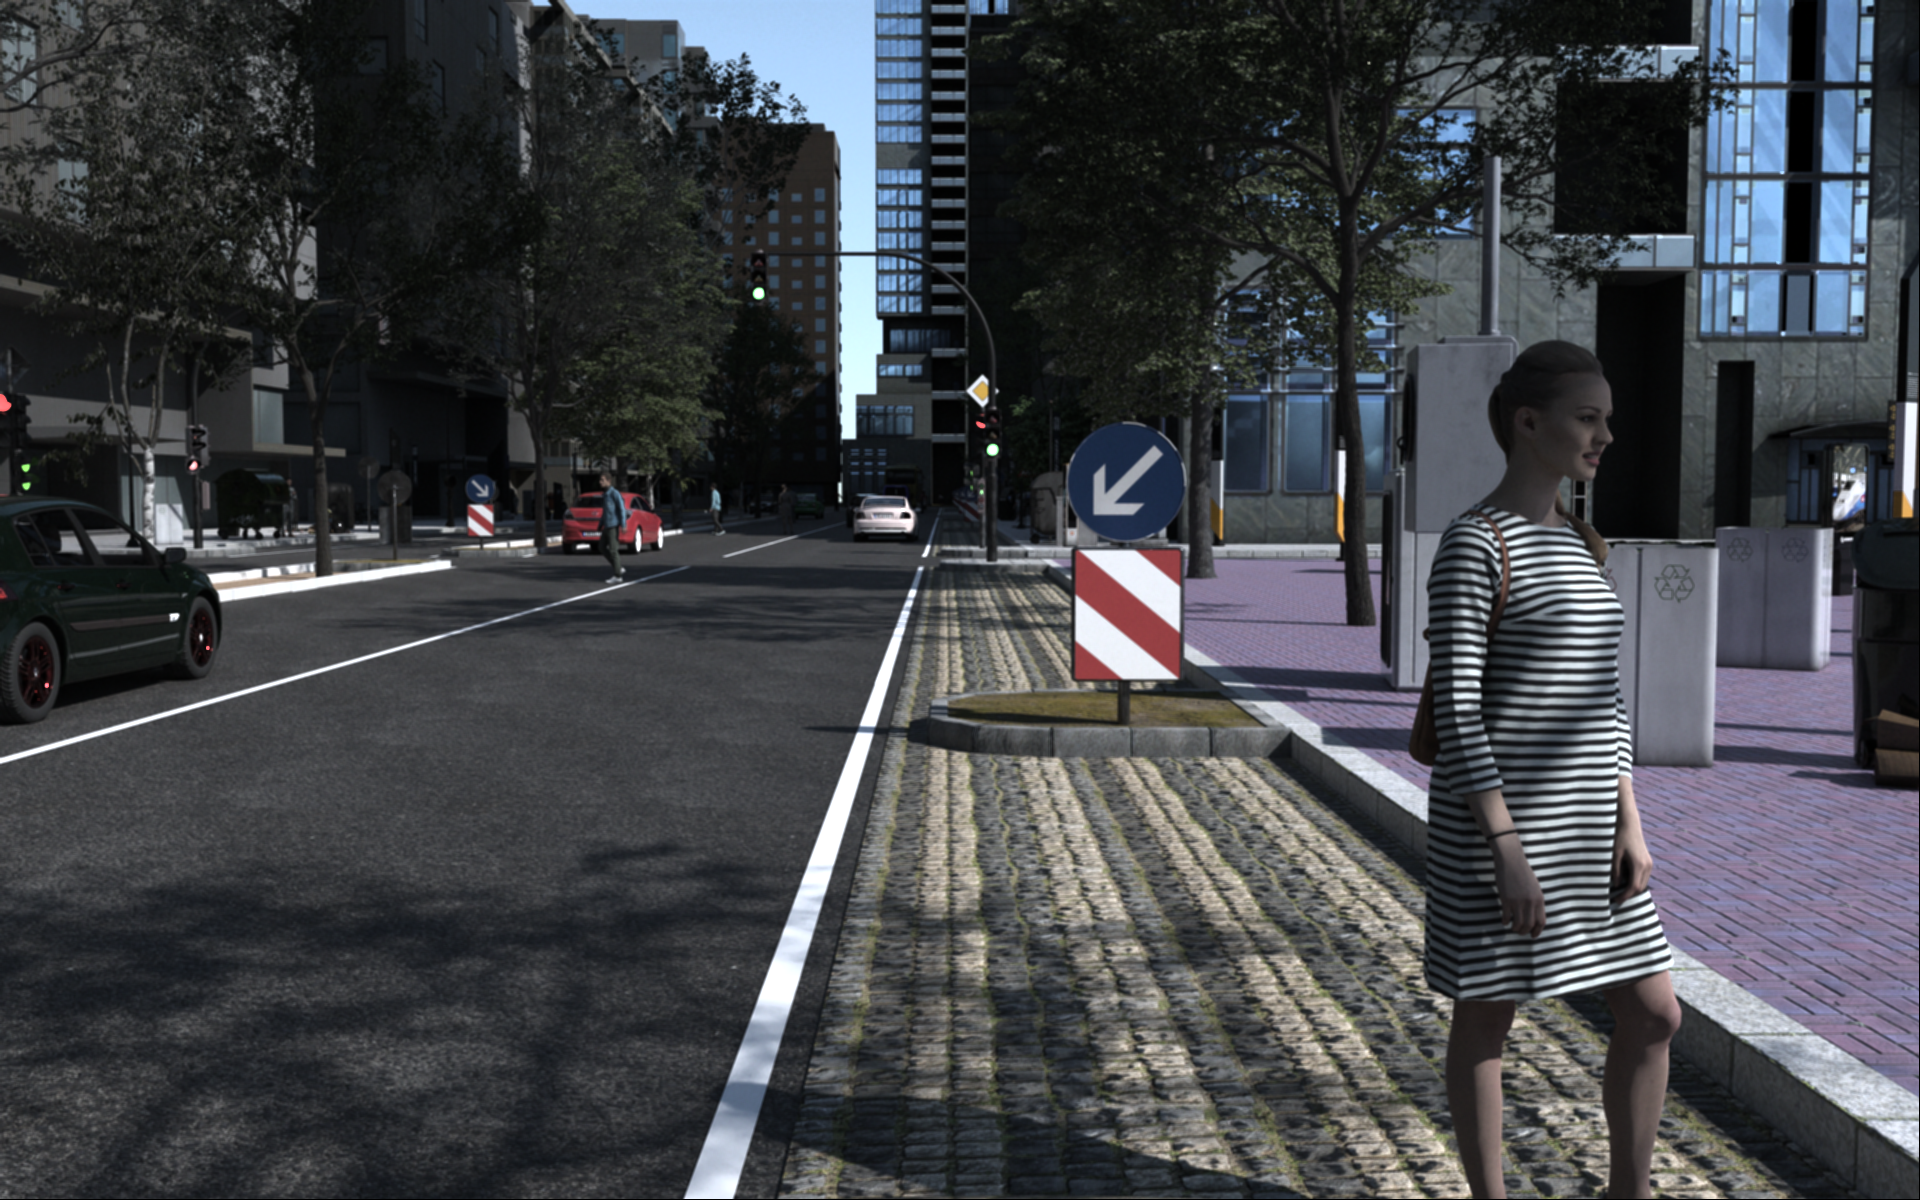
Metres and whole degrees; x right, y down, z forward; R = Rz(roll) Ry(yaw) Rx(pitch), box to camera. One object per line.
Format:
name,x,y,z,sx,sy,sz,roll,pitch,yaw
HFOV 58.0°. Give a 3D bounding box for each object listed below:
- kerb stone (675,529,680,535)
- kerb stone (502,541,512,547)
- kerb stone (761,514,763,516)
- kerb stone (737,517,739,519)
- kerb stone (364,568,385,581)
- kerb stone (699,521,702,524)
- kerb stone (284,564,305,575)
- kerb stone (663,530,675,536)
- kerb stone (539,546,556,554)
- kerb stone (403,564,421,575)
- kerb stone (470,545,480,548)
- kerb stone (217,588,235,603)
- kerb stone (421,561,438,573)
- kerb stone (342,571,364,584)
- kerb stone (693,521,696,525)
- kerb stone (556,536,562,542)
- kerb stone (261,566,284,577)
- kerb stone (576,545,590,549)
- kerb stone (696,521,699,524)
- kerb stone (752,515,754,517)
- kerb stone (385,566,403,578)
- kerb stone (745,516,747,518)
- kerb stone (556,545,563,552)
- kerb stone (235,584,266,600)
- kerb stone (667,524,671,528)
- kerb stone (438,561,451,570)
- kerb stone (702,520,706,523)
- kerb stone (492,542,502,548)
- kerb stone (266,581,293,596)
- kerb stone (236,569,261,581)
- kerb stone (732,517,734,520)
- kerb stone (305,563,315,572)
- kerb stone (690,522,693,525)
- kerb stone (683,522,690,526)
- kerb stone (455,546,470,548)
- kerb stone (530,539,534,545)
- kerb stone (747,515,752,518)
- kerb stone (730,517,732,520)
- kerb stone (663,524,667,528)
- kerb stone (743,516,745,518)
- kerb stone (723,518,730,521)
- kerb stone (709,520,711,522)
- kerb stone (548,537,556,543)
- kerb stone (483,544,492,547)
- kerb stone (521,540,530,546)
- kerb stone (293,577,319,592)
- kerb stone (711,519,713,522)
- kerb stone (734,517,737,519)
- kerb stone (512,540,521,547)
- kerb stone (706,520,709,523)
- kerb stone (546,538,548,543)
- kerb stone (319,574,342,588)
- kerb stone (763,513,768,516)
kerb stone,-10.136,-2.388,61.269,0.120,0.150,1.000,0,4,0
kerb stone,-12.103,-1.445,45.828,0.120,0.150,1.000,0,4,0
kerb stone,-12.628,-5.274,108.426,0.120,0.150,1.000,0,4,0
kerb stone,-12.529,-4.515,96.089,0.120,0.150,1.000,0,4,0
kerb stone,-9.859,-0.409,28.877,0.120,0.150,1.000,0,4,0
kerb stone,-12.409,-3.633,81.741,0.120,0.150,1.000,0,4,0
kerb stone,-11.982,-0.534,30.928,0.120,0.150,1.000,0,4,0
kerb stone,-10.134,-2.320,60.228,0.120,0.150,1.000,0,4,0
kerb stone,-9.973,-1.196,41.754,0.120,0.150,1.000,0,4,0
kerb stone,-9.882,-0.532,30.931,0.120,0.150,1.000,0,4,0
kerb stone,-12.079,-1.257,42.758,0.120,0.150,1.000,0,4,0
kerb stone,-9.816,-0.033,22.739,0.120,0.150,1.000,0,4,0
kerb stone,-9.896,-0.589,31.961,0.120,0.150,1.000,0,4,0
kerb stone,-9.856,-0.346,27.855,0.120,0.150,1.000,0,4,0
kerb stone,-12.382,-3.516,79.674,0.120,0.150,1.000,0,4,0
kerb stone,-12.154,-1.821,51.969,0.120,0.150,1.000,0,4,0
kerb stone,-11.976,-0.472,29.906,0.120,0.150,1.000,0,4,0
kerb stone,-10.006,-1.447,45.851,0.120,0.150,1.000,0,4,0
kerb stone,-12.400,-3.579,80.714,0.120,0.150,1.000,0,4,0
kerb stone,-12.582,-4.960,103.296,0.120,0.150,1.000,0,4,0
kerb stone,-9.878,-0.469,29.906,0.120,0.150,1.000,0,4,0
kerb stone,-12.560,-4.771,100.209,0.120,0.150,1.000,0,4,0
kerb stone,-9.981,-1.255,42.778,0.120,0.150,1.000,0,4,0
kerb stone,-9.820,-0.096,23.764,0.120,0.150,1.000,0,4,0
kerb stone,-12.334,-3.070,72.486,0.120,0.150,1.000,0,4,0
kerb stone,-9.899,-0.658,32.983,0.120,0.150,1.000,0,4,0
kerb stone,-12.411,-3.701,82.763,0.120,0.150,1.000,0,4,0
kerb stone,-12.091,-1.383,44.806,0.120,0.150,1.000,0,4,0
kerb stone,-9.830,-0.159,24.789,0.120,0.150,1.000,0,4,0
kerb stone,-11.966,-0.400,28.885,0.120,0.150,1.000,0,4,0
kerb stone,-12.508,-4.394,94.041,0.120,0.150,1.000,0,4,0
kerb stone,-11.997,-0.597,31.955,0.120,0.150,1.000,0,4,0
kerb stone,-12.380,-3.449,78.652,0.120,0.150,1.000,0,4,0
kerb stone,-12.367,-3.390,77.620,0.120,0.150,1.000,0,4,0
kerb stone,-12.069,-1.195,41.735,0.120,0.150,1.000,0,4,0
kerb stone,-12.124,-1.629,48.898,0.120,0.150,1.000,0,4,0
kerb stone,-12.574,-4.897,102.265,0.120,0.150,1.000,0,4,0
kerb stone,-12.492,-4.332,93.019,0.120,0.150,1.000,0,4,0
kerb stone,-12.315,-3.011,71.464,0.120,0.150,1.000,0,4,0
kerb stone,-12.547,-4.708,99.174,0.120,0.150,1.000,0,4,0
kerb stone,-12.492,-4.269,91.994,0.120,0.150,1.000,0,4,0
kerb stone,-12.426,-3.825,84.809,0.120,0.150,1.000,0,4,0
kerb stone,-12.145,-1.752,50.942,0.120,0.150,1.000,0,4,0
kerb stone,-12.081,-1.311,43.784,0.120,0.150,1.000,0,4,0
kerb stone,-12.125,-1.570,47.872,0.120,0.150,1.000,0,4,0
kerb stone,-9.835,-0.214,25.811,0.120,0.150,1.000,0,4,0
kerb stone,-12.440,-3.889,85.831,0.120,0.150,1.000,0,4,0
kerb stone,-12.509,-4.457,95.063,0.120,0.150,1.000,0,4,0
kerb stone,-12.116,-1.507,46.850,0.120,0.150,1.000,0,4,0
kerb stone,-12.418,-3.767,83.786,0.120,0.150,1.000,0,4,0
kerb stone,-12.137,-1.696,49.920,0.120,0.150,1.000,0,4,0
kerb stone,-9.846,-0.280,26.833,0.120,0.150,1.000,0,4,0
kerb stone,-12.648,-5.454,111.501,0.120,0.150,1.000,0,4,0
